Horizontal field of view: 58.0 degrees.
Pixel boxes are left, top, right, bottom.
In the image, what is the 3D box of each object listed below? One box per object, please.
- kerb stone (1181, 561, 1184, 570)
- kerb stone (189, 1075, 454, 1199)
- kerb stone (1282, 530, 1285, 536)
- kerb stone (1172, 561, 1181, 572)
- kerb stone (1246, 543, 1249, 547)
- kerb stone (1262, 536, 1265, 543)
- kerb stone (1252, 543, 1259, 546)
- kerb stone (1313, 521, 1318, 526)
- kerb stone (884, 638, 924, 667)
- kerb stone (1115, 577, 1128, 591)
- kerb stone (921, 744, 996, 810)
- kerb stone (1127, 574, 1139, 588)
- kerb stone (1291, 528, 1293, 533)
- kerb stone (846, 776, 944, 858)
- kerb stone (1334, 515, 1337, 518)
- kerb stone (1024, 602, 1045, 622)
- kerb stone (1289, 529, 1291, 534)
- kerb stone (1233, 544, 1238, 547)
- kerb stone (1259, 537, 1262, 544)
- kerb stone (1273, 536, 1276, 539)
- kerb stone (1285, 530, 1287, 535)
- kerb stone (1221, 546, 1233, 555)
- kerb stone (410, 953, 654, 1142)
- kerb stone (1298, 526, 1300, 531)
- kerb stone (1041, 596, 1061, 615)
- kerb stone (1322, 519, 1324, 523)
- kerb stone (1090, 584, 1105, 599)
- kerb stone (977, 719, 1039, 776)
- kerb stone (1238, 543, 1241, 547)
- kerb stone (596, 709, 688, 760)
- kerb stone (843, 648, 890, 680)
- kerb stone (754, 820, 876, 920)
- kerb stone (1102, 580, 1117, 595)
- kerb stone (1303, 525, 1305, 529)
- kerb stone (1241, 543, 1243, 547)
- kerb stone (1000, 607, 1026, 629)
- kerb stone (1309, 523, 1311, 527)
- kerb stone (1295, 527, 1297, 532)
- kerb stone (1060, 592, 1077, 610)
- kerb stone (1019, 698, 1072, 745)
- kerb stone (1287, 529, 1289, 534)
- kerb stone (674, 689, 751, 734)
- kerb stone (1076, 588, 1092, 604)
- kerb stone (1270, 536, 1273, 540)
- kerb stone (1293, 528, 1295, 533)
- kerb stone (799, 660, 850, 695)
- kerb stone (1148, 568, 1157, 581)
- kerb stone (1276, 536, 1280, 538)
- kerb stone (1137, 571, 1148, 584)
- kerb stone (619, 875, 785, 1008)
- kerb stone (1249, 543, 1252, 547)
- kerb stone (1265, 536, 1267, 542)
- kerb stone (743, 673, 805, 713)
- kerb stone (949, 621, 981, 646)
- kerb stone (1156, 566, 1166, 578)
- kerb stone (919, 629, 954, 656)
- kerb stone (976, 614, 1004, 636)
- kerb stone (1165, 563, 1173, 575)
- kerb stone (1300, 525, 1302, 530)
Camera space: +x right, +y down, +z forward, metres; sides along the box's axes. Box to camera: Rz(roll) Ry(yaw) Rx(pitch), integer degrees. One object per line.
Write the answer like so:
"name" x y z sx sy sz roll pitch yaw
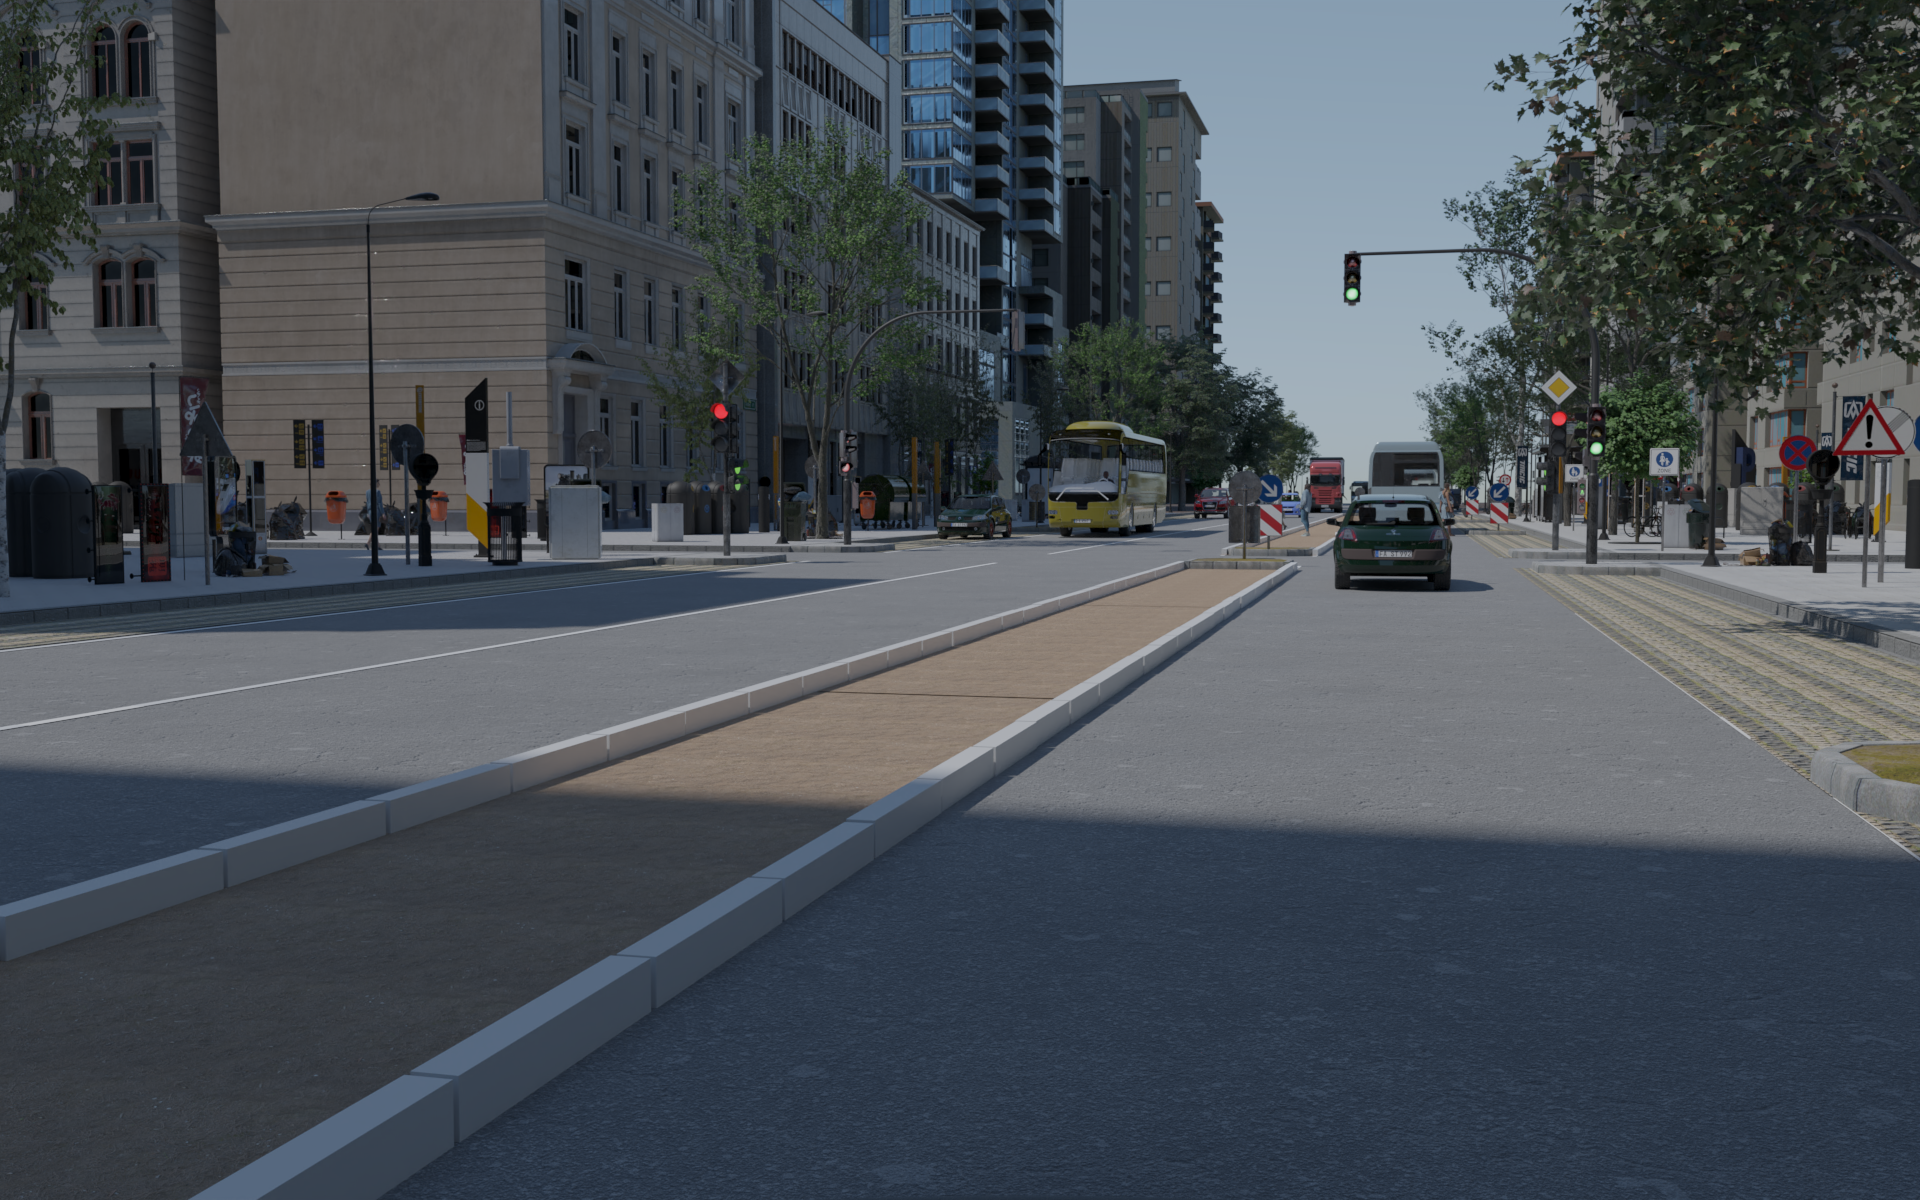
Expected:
"kerb stone" 4.116 -0.637 32.603 0.120 0.150 1.000 1 4 14
"kerb stone" -1.294 1.154 3.331 0.120 0.150 1.000 1 4 14
"kerb stone" 10.689 -2.184 57.936 0.120 0.150 1.000 1 4 14
"kerb stone" 3.860 -0.576 31.611 0.120 0.150 1.000 1 4 14
"kerb stone" 7.335 -1.396 45.038 0.120 0.150 1.000 1 4 14
"kerb stone" 8.627 -1.700 49.985 0.120 0.150 1.000 1 4 14
"kerb stone" 8.114 -1.579 48.006 0.120 0.150 1.000 1 4 14
"kerb stone" 16.094 -3.461 78.785 0.120 0.150 1.000 1 4 14
"kerb stone" -0.520 0.458 14.699 0.120 0.150 1.000 1 4 14
"kerb stone" 2.315 -0.211 25.647 0.120 0.150 1.000 1 4 14
"kerb stone" -0.014 0.850 8.295 0.120 0.150 1.000 1 4 14
"kerb stone" 2.577 -0.272 26.647 0.120 0.150 1.000 1 4 14
"kerb stone" 11.721 -2.426 61.902 0.120 0.150 1.000 1 4 14
"kerb stone" -0.266 0.911 7.305 0.120 0.150 1.000 1 4 14
"kerb stone" 21.226 -4.676 98.641 0.120 0.150 1.000 1 4 14
"kerb stone" 0.777 0.159 19.684 0.120 0.150 1.000 1 4 14
"kerb stone" 11.455 -2.366 60.915 0.120 0.150 1.000 1 4 14
"kerb stone" 6.571 -1.215 42.063 0.120 0.150 1.000 1 4 14
"kerb stone" 8.368 -1.639 48.996 0.120 0.150 1.000 1 4 14
"kerb stone" 9.656 -1.943 53.959 0.120 0.150 1.000 1 4 14
"kerb stone" 10.944 -2.247 58.936 0.120 0.150 1.000 1 4 14
"kerb stone" 6.313 -1.151 41.074 0.120 0.150 1.000 1 4 14
"kerb stone" -1.038 1.093 4.321 0.120 0.150 1.000 1 4 14
"kerb stone" 12.743 -2.670 65.866 0.120 0.150 1.000 1 4 14
"kerb stone" 1.023 0.093 20.676 0.120 0.150 1.000 1 4 14
"kerb stone" 17.376 -3.764 83.757 0.120 0.150 1.000 1 4 14
"kerb stone" 1.802 -0.085 23.660 0.120 0.150 1.000 1 4 14
"kerb stone" 0.248 0.790 9.284 0.120 0.150 1.000 1 4 14
"kerb stone" 6.825 -1.276 43.054 0.120 0.150 1.000 1 4 14
"kerb stone" -1.803 0.762 9.739 0.120 0.150 1.000 1 4 14
"kerb stone" -0.779 0.520 13.710 0.120 0.150 1.000 1 4 14
"kerb stone" -0.521 0.978 6.313 0.120 0.150 1.000 1 4 14
"kerb stone" 2.055 -0.150 24.650 0.120 0.150 1.000 1 4 14
"kerb stone" 13.516 -2.853 68.844 0.120 0.150 1.000 1 4 14
"kerb stone" 7.083 -1.337 44.048 0.120 0.150 1.000 1 4 14
"kerb stone" 0.517 0.214 18.694 0.120 0.150 1.000 1 4 14
"kerb stone" 14.551 -3.091 72.822 0.120 0.150 1.000 1 4 14
"kerb stone" 12.232 -2.547 63.881 0.120 0.150 1.000 1 4 14
"kerb stone" 1.286 0.035 21.666 0.120 0.150 1.000 1 4 14
"kerb stone" 0.496 0.729 10.276 0.120 0.150 1.000 1 4 14
"kerb stone" 11.191 -2.308 59.927 0.120 0.150 1.000 1 4 14
"kerb stone" -1.553 0.701 10.731 0.120 0.150 1.000 1 4 14
"kerb stone" 1.541 -0.022 22.662 0.120 0.150 1.000 1 4 14
"kerb stone" 9.394 -1.882 52.963 0.120 0.150 1.000 1 4 14
"kerb stone" 11.970 -2.487 62.893 0.120 0.150 1.000 1 4 14
"kerb stone" -1.038 0.582 12.719 0.120 0.150 1.000 1 4 14
"kerb stone" 3.090 -0.391 28.627 0.120 0.150 1.000 1 4 14
"kerb stone" 10.165 -2.064 55.946 0.120 0.150 1.000 1 4 14
"kerb stone" 2.834 -0.333 27.637 0.120 0.150 1.000 1 4 14
"kerb stone" -0.777 1.036 5.318 0.120 0.150 1.000 1 4 14
"kerb stone" 7.599 -1.458 46.027 0.120 0.150 1.000 1 4 14
"kerb stone" 8.884 -1.761 50.980 0.120 0.150 1.000 1 4 14
"kerb stone" -1.295 0.640 11.727 0.120 0.150 1.000 1 4 14
"kerb stone" 0.004 0.336 16.703 0.120 0.150 1.000 1 4 14
"kerb stone" 3.355 -0.454 29.624 0.120 0.150 1.000 1 4 14
"kerb stone" -0.259 0.399 15.692 0.120 0.150 1.000 1 4 14
"kerb stone" 0.254 0.277 17.702 0.120 0.150 1.000 1 4 14
"kerb stone" 3.603 -0.511 30.617 0.120 0.150 1.000 1 4 14
"kerb stone" 12.997 -2.729 66.864 0.120 0.150 1.000 1 4 14
